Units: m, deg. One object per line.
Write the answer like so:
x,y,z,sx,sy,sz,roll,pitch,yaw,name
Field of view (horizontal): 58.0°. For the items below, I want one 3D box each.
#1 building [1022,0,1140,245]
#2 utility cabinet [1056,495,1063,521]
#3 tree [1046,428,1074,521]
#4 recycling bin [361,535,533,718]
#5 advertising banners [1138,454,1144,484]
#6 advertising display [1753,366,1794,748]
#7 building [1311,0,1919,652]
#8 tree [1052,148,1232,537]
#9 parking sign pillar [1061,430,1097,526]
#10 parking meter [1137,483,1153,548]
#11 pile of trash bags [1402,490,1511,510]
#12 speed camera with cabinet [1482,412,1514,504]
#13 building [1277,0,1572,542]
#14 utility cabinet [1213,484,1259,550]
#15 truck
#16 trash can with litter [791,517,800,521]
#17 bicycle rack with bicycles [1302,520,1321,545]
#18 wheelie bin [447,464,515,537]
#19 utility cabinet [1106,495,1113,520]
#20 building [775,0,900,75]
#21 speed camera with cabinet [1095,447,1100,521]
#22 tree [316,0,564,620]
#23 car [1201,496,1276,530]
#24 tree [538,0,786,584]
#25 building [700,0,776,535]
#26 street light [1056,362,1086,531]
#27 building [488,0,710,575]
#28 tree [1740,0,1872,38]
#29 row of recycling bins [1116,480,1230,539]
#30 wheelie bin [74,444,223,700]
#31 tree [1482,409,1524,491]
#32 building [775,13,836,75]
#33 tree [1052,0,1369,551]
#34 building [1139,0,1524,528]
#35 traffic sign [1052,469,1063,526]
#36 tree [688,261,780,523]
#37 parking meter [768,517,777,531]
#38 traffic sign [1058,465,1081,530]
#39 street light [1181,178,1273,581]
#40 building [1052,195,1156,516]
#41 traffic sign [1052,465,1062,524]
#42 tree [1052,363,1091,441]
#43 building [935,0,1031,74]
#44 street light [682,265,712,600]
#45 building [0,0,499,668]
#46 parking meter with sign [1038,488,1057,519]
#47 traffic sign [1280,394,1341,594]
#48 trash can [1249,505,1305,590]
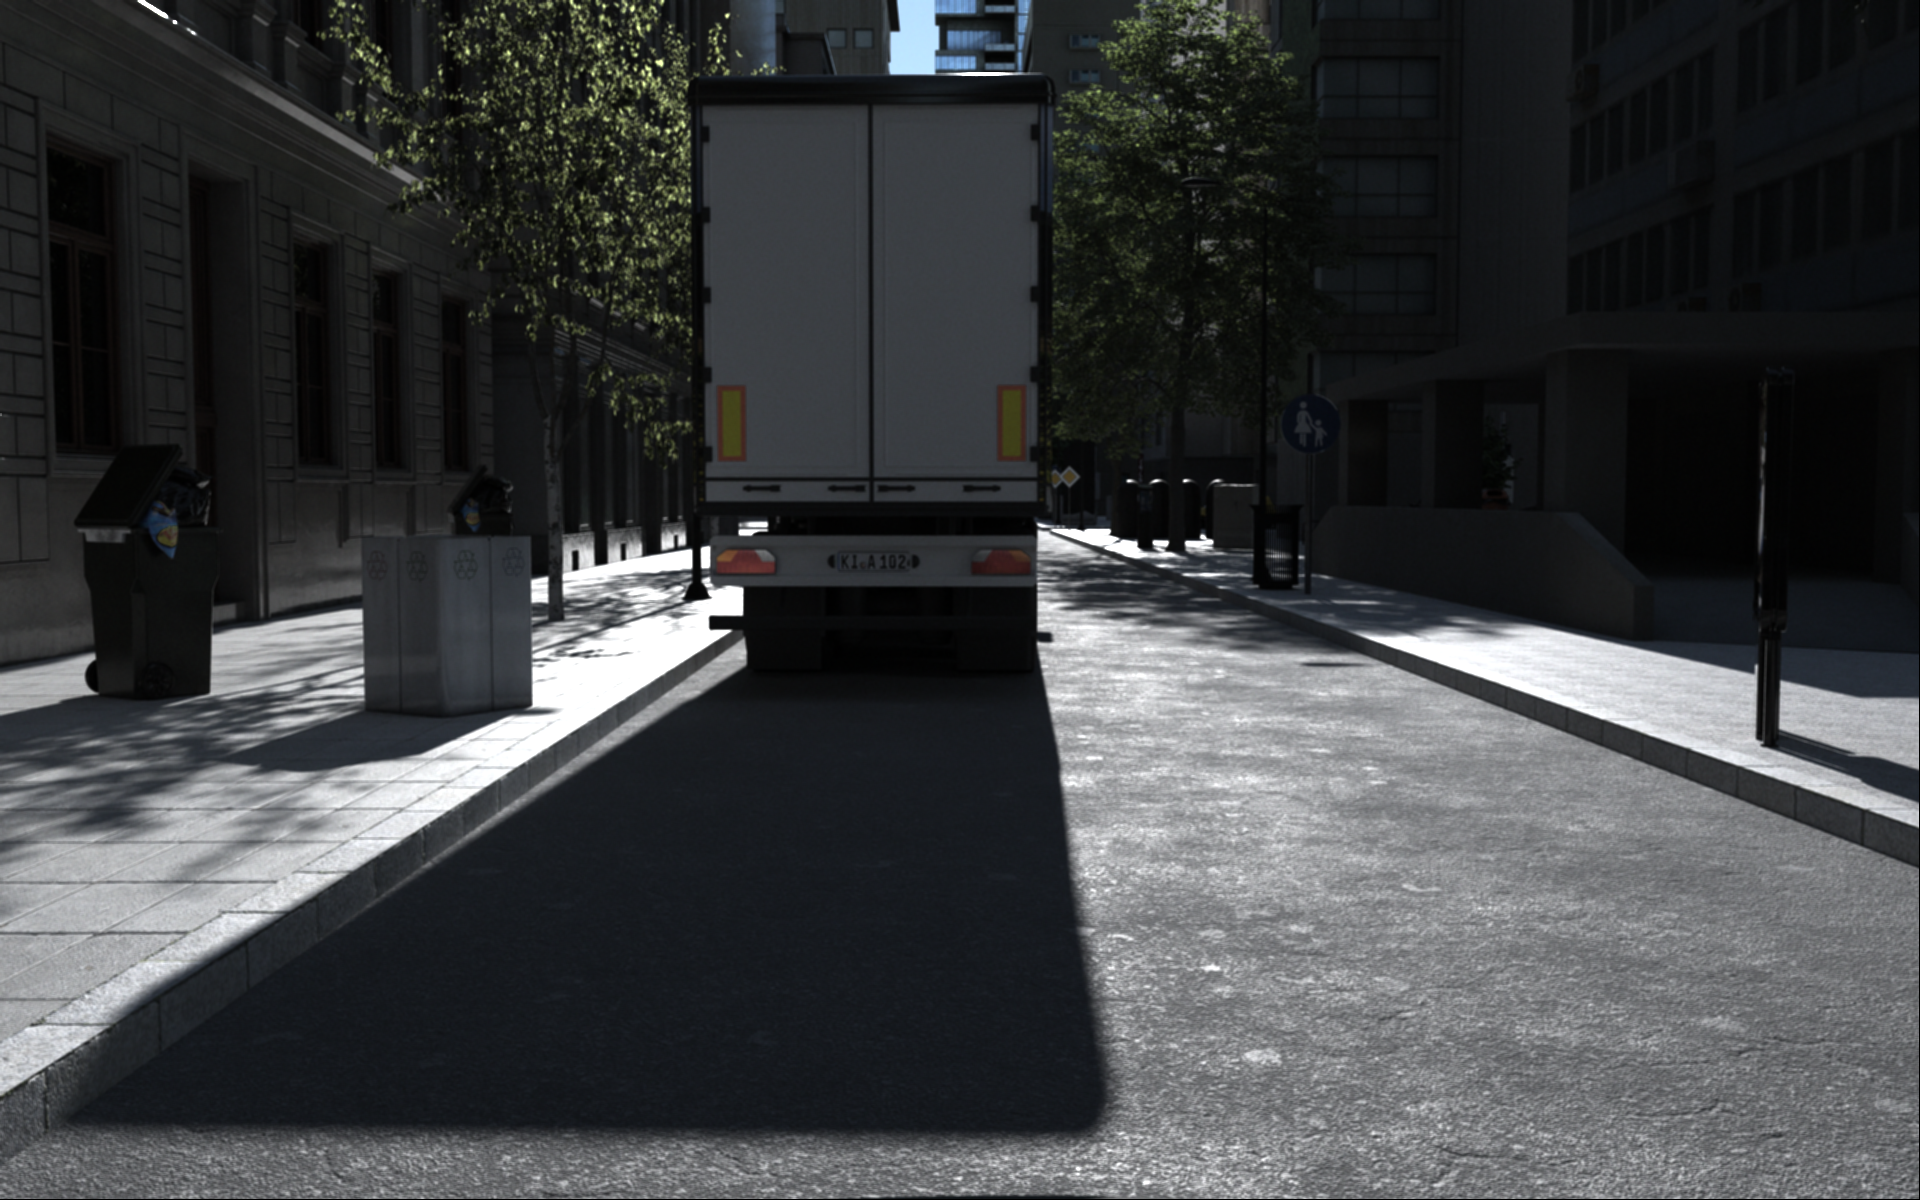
16.856,-32.925,162.031,21.300,48.544,21.600,0,4,0,building
4.571,-4.135,78.772,0.306,1.237,1.020,-1,4,-9,utility cabinet
4.711,-6.155,84.356,4.285,4.588,4.351,0,3,0,tree
-3.061,0.134,10.358,0.722,1.027,0.722,2,4,32,recycling bin
8.122,-4.786,74.440,0.090,3.025,2.074,-1,4,-22,advertising banners
4.275,-0.240,9.133,0.123,1.923,0.974,1,4,22,advertising display
21.923,-20.125,20.932,32.217,40.220,23.993,0,4,0,building
4.686,-7.750,52.461,9.928,11.665,9.643,0,3,0,tree
4.867,-5.036,70.810,1.447,3.967,1.447,0,4,5,parking sign pillar
4.398,-1.999,41.087,0.372,1.533,0.369,0,3,0,parking meter
9.586,-1.596,35.852,3.447,1.369,1.912,1,4,17,pile of trash bags
12.649,-2.942,42.437,0.660,3.252,2.038,-2,4,-23,speed camera with cabinet
16.256,-22.479,51.127,14.154,41.232,14.086,0,4,0,building
6.317,-1.892,39.608,0.318,1.500,1.173,-3,4,-39,utility cabinet
-0.449,-1.731,17.216,2.839,4.237,11.283,0,4,2,truck
-4.624,-2.083,45.443,1.055,1.170,0.624,-1,4,-13,trash can with litter
9.833,-1.804,42.884,2.925,0.926,2.852,0,4,-6,bicycle rack with bicycles
-5.166,-0.662,18.726,0.693,1.594,0.980,-1,4,-21,wheelie bin
7.413,-4.505,84.813,0.306,1.237,1.020,1,4,20,utility cabinet
-20.552,-35.600,171.296,28.713,52.752,27.495,0,4,0,building
5.215,-4.806,72.909,0.660,3.252,2.038,-1,4,-20,speed camera with cabinet
-4.081,-4.086,17.162,4.360,8.622,3.978,0,3,0,tree
10.250,-3.409,65.964,3.980,1.641,2.015,0,4,0,car
-3.951,-4.711,27.391,4.360,8.622,3.978,0,3,0,tree
-15.695,-16.271,51.934,20.117,28.700,13.634,0,4,0,building
3.744,-5.403,60.887,1.470,5.913,1.316,0,4,0,street light
-11.170,-11.417,35.814,9.793,20.994,18.267,0,4,0,building
4.805,-4.302,4.745,8.767,10.594,7.601,0,4,5,tree
6.223,-2.642,50.314,3.534,1.692,1.069,2,4,24,row of recycling bins
-5.173,-0.194,11.079,0.980,1.594,0.693,2,4,34,wheelie bin
11.991,-2.715,38.994,1.663,3.219,1.824,0,3,0,tree
-12.797,-16.285,85.323,14.314,24.678,30.058,0,4,0,building
5.295,-7.368,38.598,7.486,12.596,7.792,0,3,0,tree
15.658,-24.079,77.291,14.086,41.232,14.154,0,4,0,building
3.782,-3.993,68.923,0.795,2.450,0.064,0,4,0,traffic sign
-3.779,-5.257,36.309,4.737,8.622,4.395,0,3,0,tree
-4.656,-2.153,43.608,0.372,1.533,0.369,0,3,0,parking meter
3.846,-3.504,60.938,0.795,2.450,0.064,0,4,0,traffic sign
3.951,-3.246,25.611,1.470,5.913,1.316,0,4,0,street light
20.461,-16.493,114.706,27.650,21.520,28.899,0,4,0,building
4.059,-4.606,75.409,0.768,2.556,0.104,1,4,9,traffic sign
5.224,-8.806,94.345,4.737,8.622,4.395,0,3,0,tree
8.269,-56.638,238.700,31.000,86.520,22.319,0,4,0,building
-2.669,-2.962,20.965,1.470,5.913,1.316,0,4,0,street light
-12.061,-11.000,16.006,11.583,22.565,21.152,0,4,0,building
4.754,-5.662,88.829,1.738,3.016,0.543,3,5,42,parking meter with sign
4.456,-1.346,22.111,0.768,2.556,0.104,0,4,2,traffic sign
4.267,-0.718,23.385,0.748,1.137,0.748,0,3,0,trash can
